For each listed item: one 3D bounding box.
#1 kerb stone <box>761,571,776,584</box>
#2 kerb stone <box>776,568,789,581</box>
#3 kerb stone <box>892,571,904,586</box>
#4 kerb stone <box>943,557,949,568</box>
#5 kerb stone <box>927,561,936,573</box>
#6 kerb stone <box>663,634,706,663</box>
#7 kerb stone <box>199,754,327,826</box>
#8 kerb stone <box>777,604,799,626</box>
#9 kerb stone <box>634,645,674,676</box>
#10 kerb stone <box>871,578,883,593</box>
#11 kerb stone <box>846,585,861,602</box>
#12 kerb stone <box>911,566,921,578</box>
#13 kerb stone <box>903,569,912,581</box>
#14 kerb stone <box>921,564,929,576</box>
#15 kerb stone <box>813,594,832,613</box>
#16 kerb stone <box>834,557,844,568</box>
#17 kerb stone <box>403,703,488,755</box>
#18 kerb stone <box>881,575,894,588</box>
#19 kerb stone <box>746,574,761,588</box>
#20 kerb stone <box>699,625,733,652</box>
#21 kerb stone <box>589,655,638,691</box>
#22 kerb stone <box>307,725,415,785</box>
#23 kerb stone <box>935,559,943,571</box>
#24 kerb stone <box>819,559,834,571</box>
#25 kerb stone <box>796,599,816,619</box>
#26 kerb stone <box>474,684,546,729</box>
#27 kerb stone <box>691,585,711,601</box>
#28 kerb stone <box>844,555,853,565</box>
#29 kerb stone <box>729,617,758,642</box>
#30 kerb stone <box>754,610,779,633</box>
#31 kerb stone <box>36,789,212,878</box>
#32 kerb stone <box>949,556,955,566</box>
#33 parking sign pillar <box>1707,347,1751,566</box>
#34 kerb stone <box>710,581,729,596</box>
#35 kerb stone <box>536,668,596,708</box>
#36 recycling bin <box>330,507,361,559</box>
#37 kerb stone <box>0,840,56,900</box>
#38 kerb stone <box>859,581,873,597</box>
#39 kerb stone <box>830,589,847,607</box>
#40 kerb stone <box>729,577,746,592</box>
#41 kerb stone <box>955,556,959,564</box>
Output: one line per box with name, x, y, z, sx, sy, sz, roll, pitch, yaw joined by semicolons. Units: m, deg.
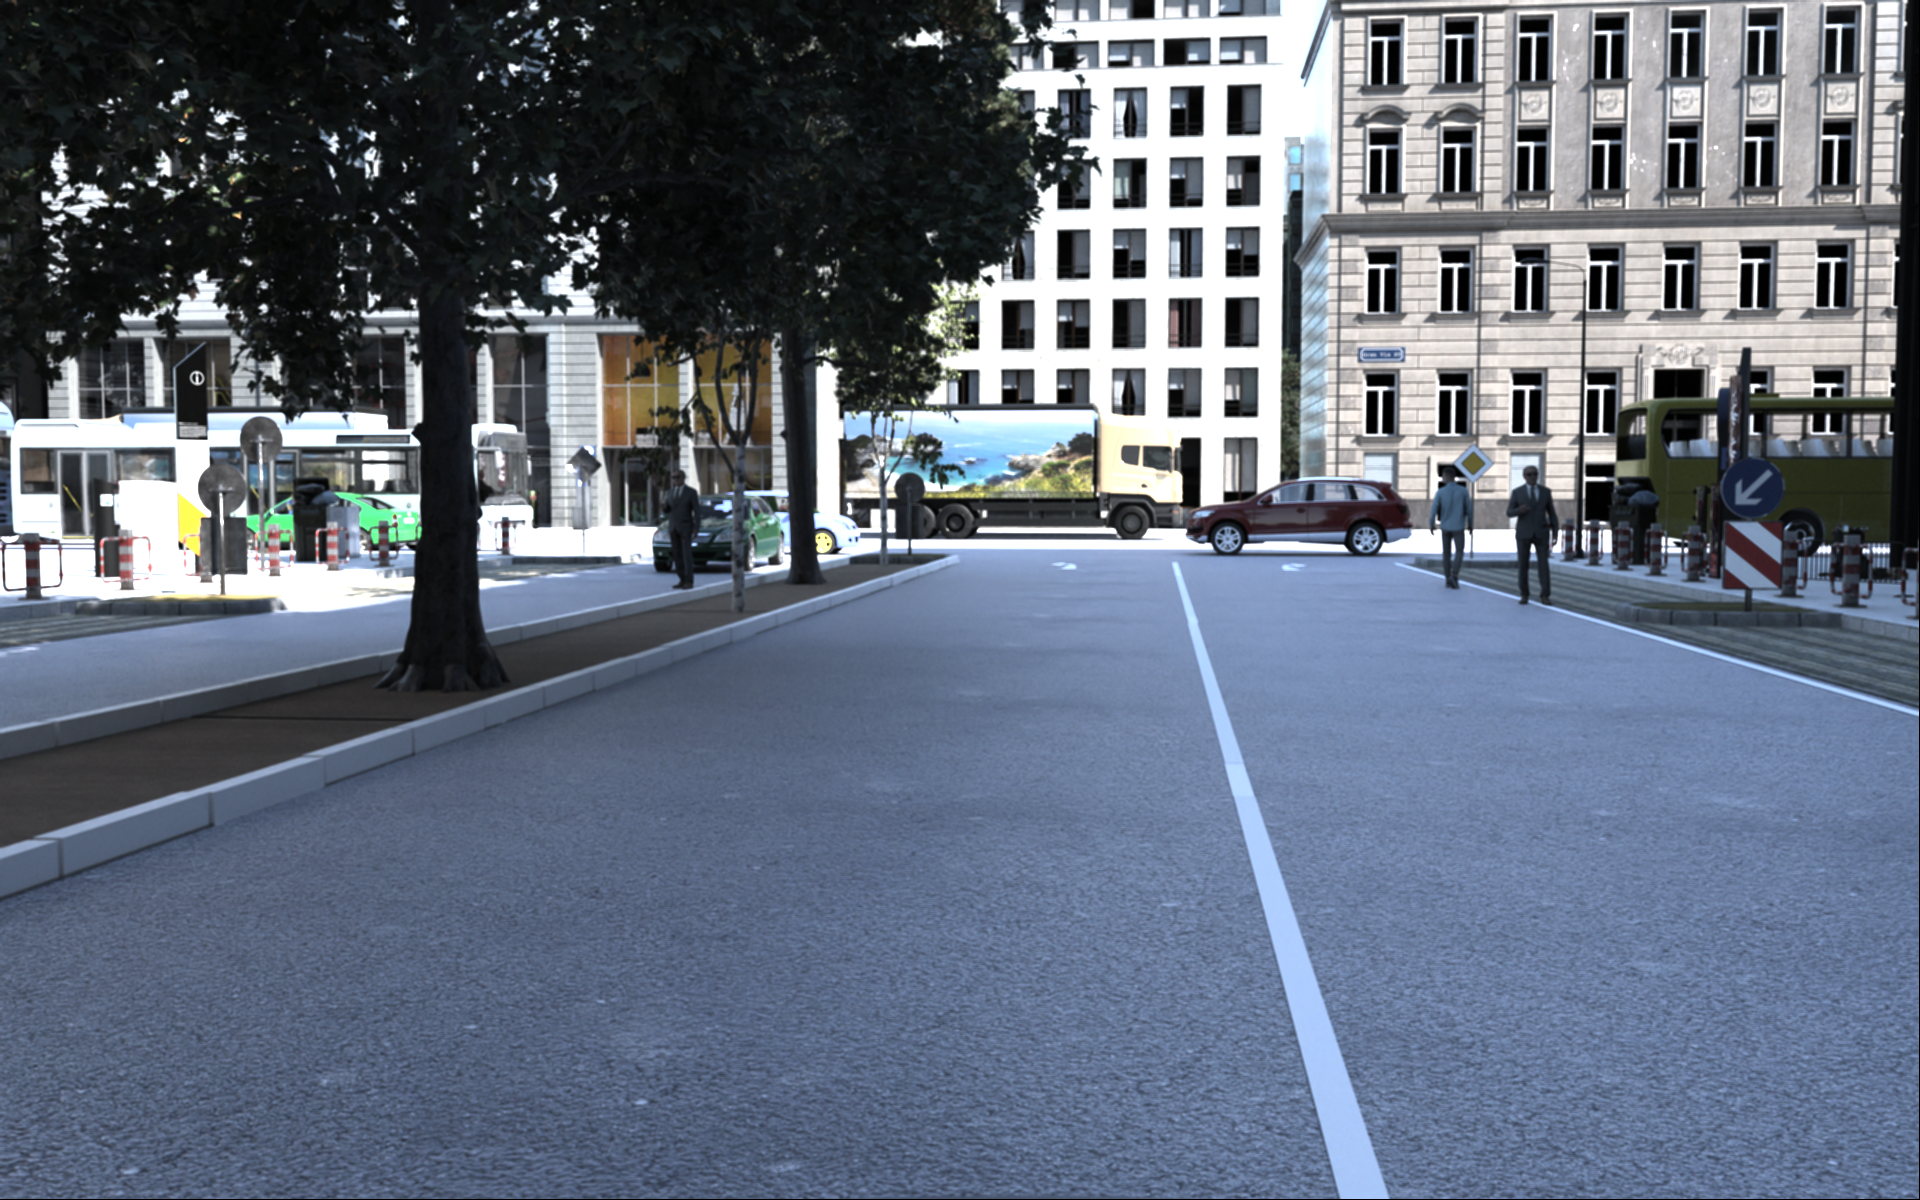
kerb stone;-3.149;-0.332;27.620;0.120;0.150;1.000;0;4;6
kerb stone;-3.034;-0.394;28.638;0.120;0.150;1.000;0;4;6
kerb stone;-1.053;-0.316;27.383;0.120;0.150;1.000;0;4;6
kerb stone;-0.378;-0.692;33.515;0.120;0.150;1.000;0;4;6
kerb stone;-0.603;-0.564;31.477;0.120;0.150;1.000;0;4;6
kerb stone;-2.431;0.433;15.124;0.120;0.150;1.000;0;4;6
kerb stone;-3.223;0.874;7.982;0.120;0.150;1.000;0;4;6
kerb stone;-1.976;0.183;19.200;0.120;0.150;1.000;0;4;6
kerb stone;-2.543;0.503;14.103;0.120;0.150;1.000;0;4;6
kerb stone;-1.299;-0.193;25.348;0.120;0.150;1.000;0;4;6
kerb stone;-1.515;-0.065;23.307;0.120;0.150;1.000;0;4;6
kerb stone;-0.838;-0.442;29.428;0.120;0.150;1.000;0;4;6
kerb stone;-0.950;-0.380;28.410;0.120;0.150;1.000;0;4;6
kerb stone;-0.717;-0.505;30.453;0.120;0.150;1.000;0;4;6
kerb stone;-1.748;0.058;21.254;0.120;0.150;1.000;0;4;6
kerb stone;-2.456;-0.707;33.763;0.120;0.150;1.000;0;4;6
kerb stone;-2.999;0.745;10.022;0.120;0.150;1.000;0;4;6
kerb stone;-1.183;-0.255;26.366;0.120;0.150;1.000;0;4;6
kerb stone;-3.264;-0.269;26.596;0.120;0.150;1.000;0;4;6
kerb stone;-2.319;0.370;16.142;0.120;0.150;1.000;0;4;6
kerb stone;-2.657;0.558;13.084;0.120;0.150;1.000;0;4;6
kerb stone;-3.117;0.807;9.001;0.120;0.150;1.000;0;4;6
kerb stone;-0.495;-0.630;32.496;0.120;0.150;1.000;0;4;6
kerb stone;-2.576;-0.644;32.728;0.120;0.150;1.000;0;4;6
kerb stone;-1.865;0.121;20.223;0.120;0.150;1.000;0;4;6
kerb stone;-2.889;0.682;11.041;0.120;0.150;1.000;0;4;6
kerb stone;-3.605;-0.072;23.542;0.120;0.150;1.000;0;4;6
kerb stone;-2.349;-0.769;34.782;0.120;0.150;1.000;0;4;6
kerb stone;-2.200;0.308;17.161;0.120;0.150;1.000;0;4;6
kerb stone;-2.094;0.246;18.180;0.120;0.150;1.000;0;4;6
kerb stone;-3.349;0.932;6.965;0.120;0.150;1.000;0;4;6
kerb stone;-0.258;-0.752;34.533;0.120;0.150;1.000;0;4;6
parking sign pillar;14.035;-2.627;31.431;1.447;3.967;1.447;2;4;28
kerb stone;-3.491;-0.143;24.559;0.120;0.150;1.000;0;4;6
kerb stone;-2.775;0.620;12.062;0.120;0.150;1.000;0;4;6
recycling bin;-12.519;-1.359;34.775;0.722;1.027;0.722;0;4;2
kerb stone;-3.463;0.998;5.942;0.120;0.150;1.000;0;4;6
kerb stone;-1.405;-0.128;24.326;0.120;0.150;1.000;0;4;6
kerb stone;-1.631;-0.003;22.279;0.120;0.150;1.000;0;4;6
kerb stone;-3.377;-0.207;25.578;0.120;0.150;1.000;0;4;6
kerb stone;-0.146;-0.816;35.552;0.120;0.150;1.000;0;4;6
